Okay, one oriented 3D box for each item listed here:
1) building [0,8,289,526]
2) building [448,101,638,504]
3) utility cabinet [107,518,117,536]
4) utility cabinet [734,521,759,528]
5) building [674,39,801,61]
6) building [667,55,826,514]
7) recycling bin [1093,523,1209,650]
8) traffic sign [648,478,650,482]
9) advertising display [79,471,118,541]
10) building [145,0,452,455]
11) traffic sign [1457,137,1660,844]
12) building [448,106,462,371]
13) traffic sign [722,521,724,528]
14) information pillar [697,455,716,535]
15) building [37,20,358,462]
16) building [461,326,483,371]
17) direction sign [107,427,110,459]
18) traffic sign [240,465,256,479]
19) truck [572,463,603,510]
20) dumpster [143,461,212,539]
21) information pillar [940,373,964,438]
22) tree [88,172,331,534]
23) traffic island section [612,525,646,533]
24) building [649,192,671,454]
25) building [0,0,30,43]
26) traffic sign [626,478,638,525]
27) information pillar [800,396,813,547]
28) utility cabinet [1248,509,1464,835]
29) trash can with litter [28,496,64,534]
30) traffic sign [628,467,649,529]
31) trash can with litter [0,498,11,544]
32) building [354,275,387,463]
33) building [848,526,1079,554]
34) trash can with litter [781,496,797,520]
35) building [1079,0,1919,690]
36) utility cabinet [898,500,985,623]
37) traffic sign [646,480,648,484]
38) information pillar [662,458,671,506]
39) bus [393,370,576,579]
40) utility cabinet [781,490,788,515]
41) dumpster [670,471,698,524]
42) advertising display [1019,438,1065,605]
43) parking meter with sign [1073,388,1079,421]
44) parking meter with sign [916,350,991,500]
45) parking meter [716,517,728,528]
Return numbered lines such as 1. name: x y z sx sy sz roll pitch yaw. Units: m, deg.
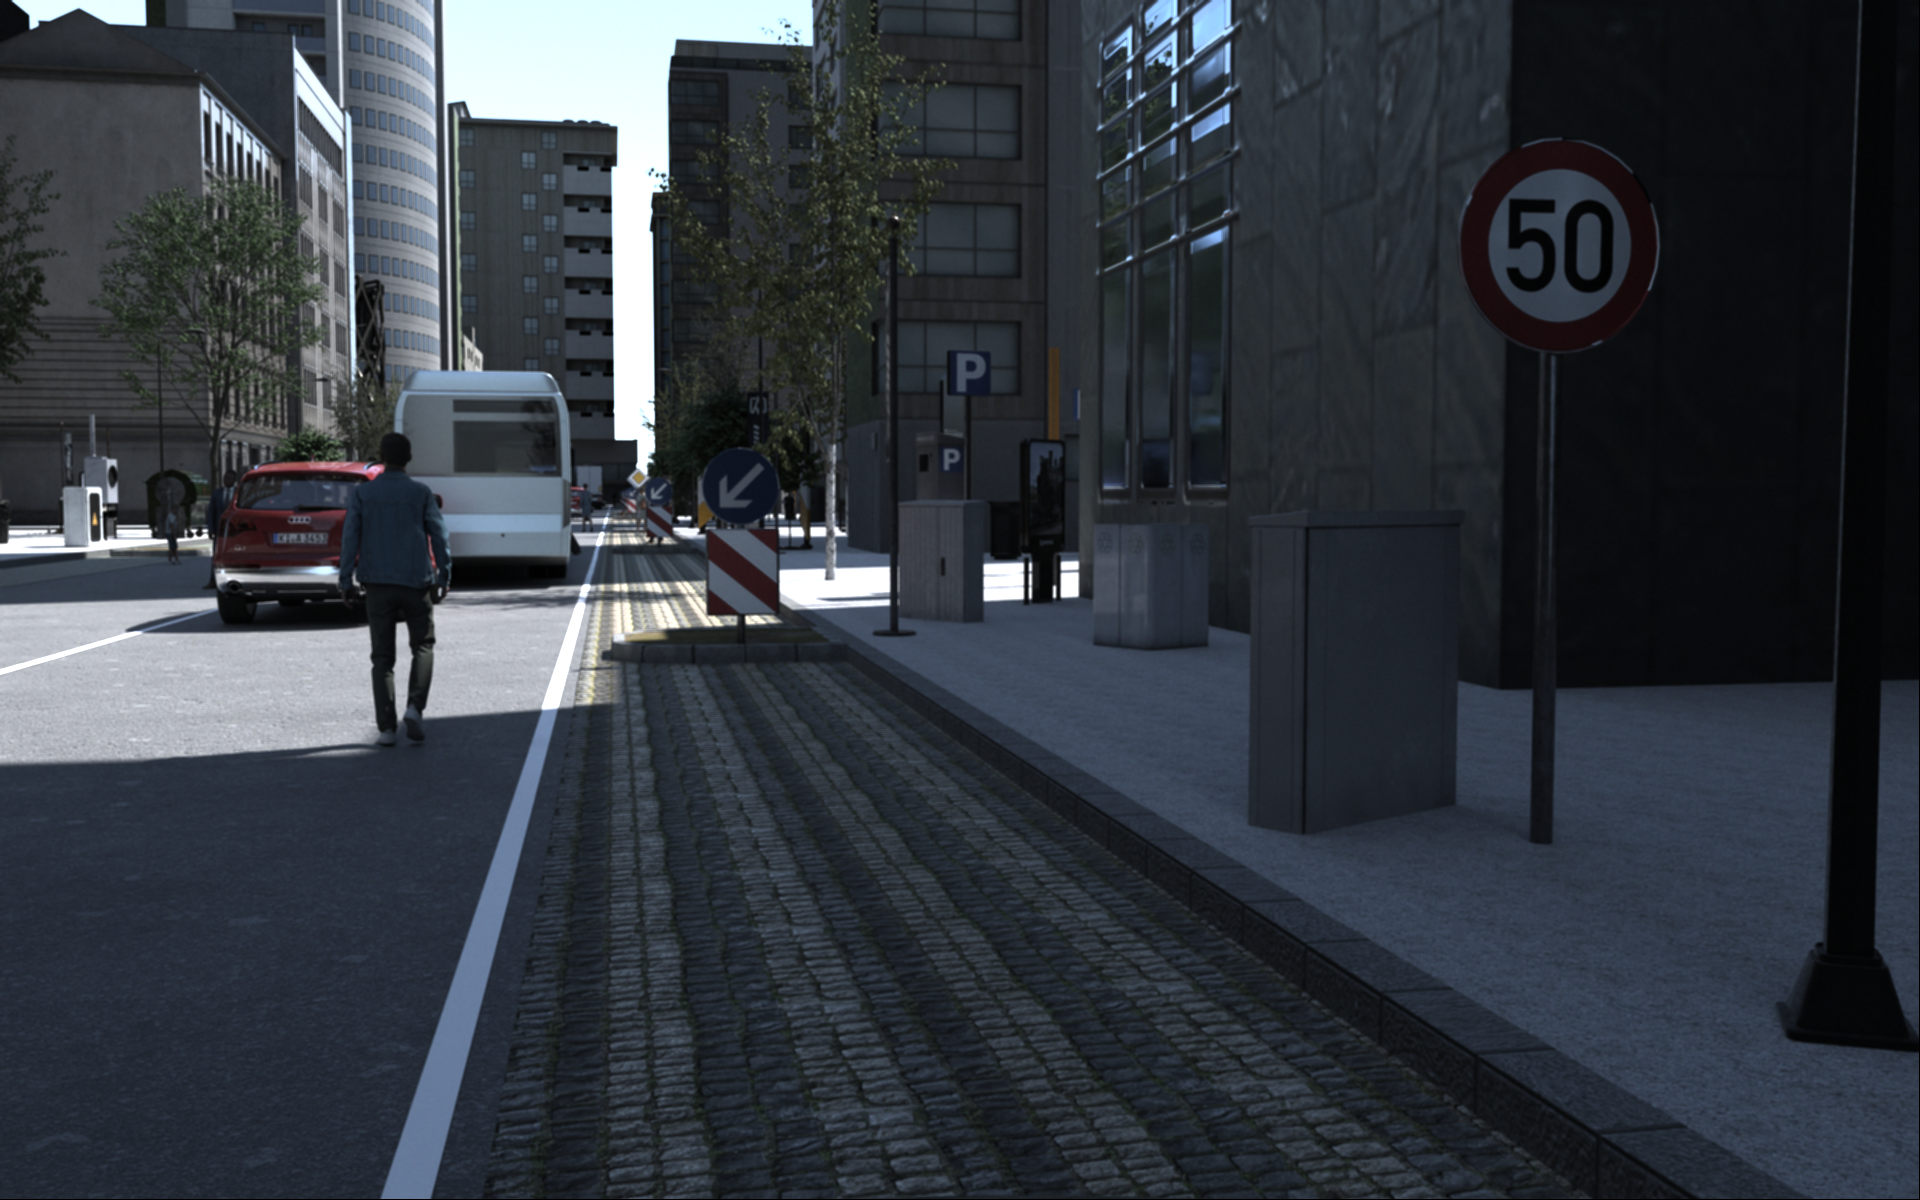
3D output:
1. building: -37.435 -14.078 79.327 9.793 20.994 18.267 -1 4 -11
2. building: -59.329 -39.923 241.975 27.495 52.752 28.713 -1 4 -11
3. utility cabinet: -26.164 -2.670 52.327 1.173 1.500 0.318 -1 4 -19
4. utility cabinet: -6.746 -2.810 54.626 0.318 1.500 1.173 -3 4 -36
5. building: -19.328 -29.189 160.827 14.154 41.232 14.086 -1 4 -11
6. building: -12.938 -21.250 119.146 14.160 30.474 14.107 -1 4 -11
7. recycling bin: 1.616 -0.128 14.653 0.722 1.027 0.722 -3 4 -38
8. traffic sign: -22.269 -7.681 125.689 0.768 2.556 0.104 0 4 -2
9. advertising display: -24.744 -2.724 49.753 0.974 1.923 0.123 -3 5 -42
10. building: -57.425 -37.399 153.468 21.231 58.520 28.212 -1 4 -11
11. traffic sign: 2.142 -0.379 6.303 0.768 2.556 0.104 0 4 -8
12. building: -58.513 -30.116 175.998 14.154 41.232 14.086 -1 4 -11
13. traffic sign: -7.360 -3.278 53.705 0.768 2.556 0.104 0 4 -3
14. information pillar: -8.095 -3.889 54.947 0.504 3.616 0.183 -1 4 -18
15. building: -41.892 -17.110 97.763 12.078 24.808 19.932 -1 4 -11
16. building: -70.405 -21.583 197.926 28.899 21.520 27.650 -1 4 -11
17. direction sign: -28.886 -4.087 58.818 0.379 3.537 0.876 -2 4 -23
18. traffic sign: -25.259 -3.639 61.628 0.606 2.300 0.079 -1 4 -11
19. truck: -35.132 -10.689 163.675 2.839 4.237 11.283 -1 4 -13
20. dumpster: -22.919 -2.949 50.709 1.502 2.255 1.985 -1 4 -11
21. information pillar: -0.124 -2.341 29.632 0.504 3.616 0.183 -3 5 -41
22. tree: -24.004 -7.951 55.758 9.928 11.665 9.643 0 3 0
23. traffic island section: -11.912 -2.580 64.466 2.009 0.180 2.903 -1 4 -11
24. building: -30.511 -36.060 244.209 28.867 44.769 22.147 -1 4 -11
25. building: -49.527 -14.891 73.153 15.834 23.373 12.332 -1 4 -11
26. traffic sign: -13.499 -4.194 72.215 0.795 2.450 0.064 -1 4 -11
27. information pillar: -3.738 -3.087 41.822 0.183 3.616 0.504 -2 4 -26
28. utility cabinet: 1.582 0.260 6.914 1.020 1.237 0.306 -3 5 -41
29. trash can with litter: -28.758 -2.723 55.576 1.678 1.210 2.233 -3 5 -44
30. traffic sign: -11.933 -3.715 64.385 0.795 2.450 0.064 -1 4 -11
31. trash can with litter: -24.944 -2.026 44.509 1.055 1.170 0.624 1 4 20
32. building: -47.722 -15.245 116.700 16.820 18.784 16.811 -1 4 -11
33. building: 3.815 -22.045 44.029 14.154 41.232 14.086 -1 4 -11
34. trash can with litter: -8.450 -4.554 85.848 0.624 1.170 1.055 1 4 9
35. building: 15.457 -42.405 5.989 22.319 86.520 31.000 -1 4 -11
36. utility cabinet: -0.204 -0.398 17.670 0.306 1.237 1.020 -3 5 -42
37. traffic sign: -24.424 -8.368 136.927 0.768 2.556 0.104 0 4 -7
38. information pillar: -16.511 -6.489 97.448 0.504 3.616 0.183 1 4 10
39. bus: -8.635 -2.295 32.377 2.948 3.499 13.247 -1 4 -13
40. utility cabinet: -10.597 -5.913 105.358 0.318 1.500 1.173 0 4 5
41. dumpster: -11.764 -4.393 74.317 1.502 2.255 1.985 -1 4 -11
42. advertising display: 0.975 -0.929 20.409 0.123 1.923 0.974 2 4 29
43. parking meter with sign: 2.471 -2.011 29.138 0.543 3.016 1.738 2 4 25
44. parking meter with sign: -0.223 -1.566 21.871 0.543 3.016 1.738 -2 4 -24
45. parking meter: -7.769 -2.938 56.446 0.372 1.533 0.369 0 3 0
